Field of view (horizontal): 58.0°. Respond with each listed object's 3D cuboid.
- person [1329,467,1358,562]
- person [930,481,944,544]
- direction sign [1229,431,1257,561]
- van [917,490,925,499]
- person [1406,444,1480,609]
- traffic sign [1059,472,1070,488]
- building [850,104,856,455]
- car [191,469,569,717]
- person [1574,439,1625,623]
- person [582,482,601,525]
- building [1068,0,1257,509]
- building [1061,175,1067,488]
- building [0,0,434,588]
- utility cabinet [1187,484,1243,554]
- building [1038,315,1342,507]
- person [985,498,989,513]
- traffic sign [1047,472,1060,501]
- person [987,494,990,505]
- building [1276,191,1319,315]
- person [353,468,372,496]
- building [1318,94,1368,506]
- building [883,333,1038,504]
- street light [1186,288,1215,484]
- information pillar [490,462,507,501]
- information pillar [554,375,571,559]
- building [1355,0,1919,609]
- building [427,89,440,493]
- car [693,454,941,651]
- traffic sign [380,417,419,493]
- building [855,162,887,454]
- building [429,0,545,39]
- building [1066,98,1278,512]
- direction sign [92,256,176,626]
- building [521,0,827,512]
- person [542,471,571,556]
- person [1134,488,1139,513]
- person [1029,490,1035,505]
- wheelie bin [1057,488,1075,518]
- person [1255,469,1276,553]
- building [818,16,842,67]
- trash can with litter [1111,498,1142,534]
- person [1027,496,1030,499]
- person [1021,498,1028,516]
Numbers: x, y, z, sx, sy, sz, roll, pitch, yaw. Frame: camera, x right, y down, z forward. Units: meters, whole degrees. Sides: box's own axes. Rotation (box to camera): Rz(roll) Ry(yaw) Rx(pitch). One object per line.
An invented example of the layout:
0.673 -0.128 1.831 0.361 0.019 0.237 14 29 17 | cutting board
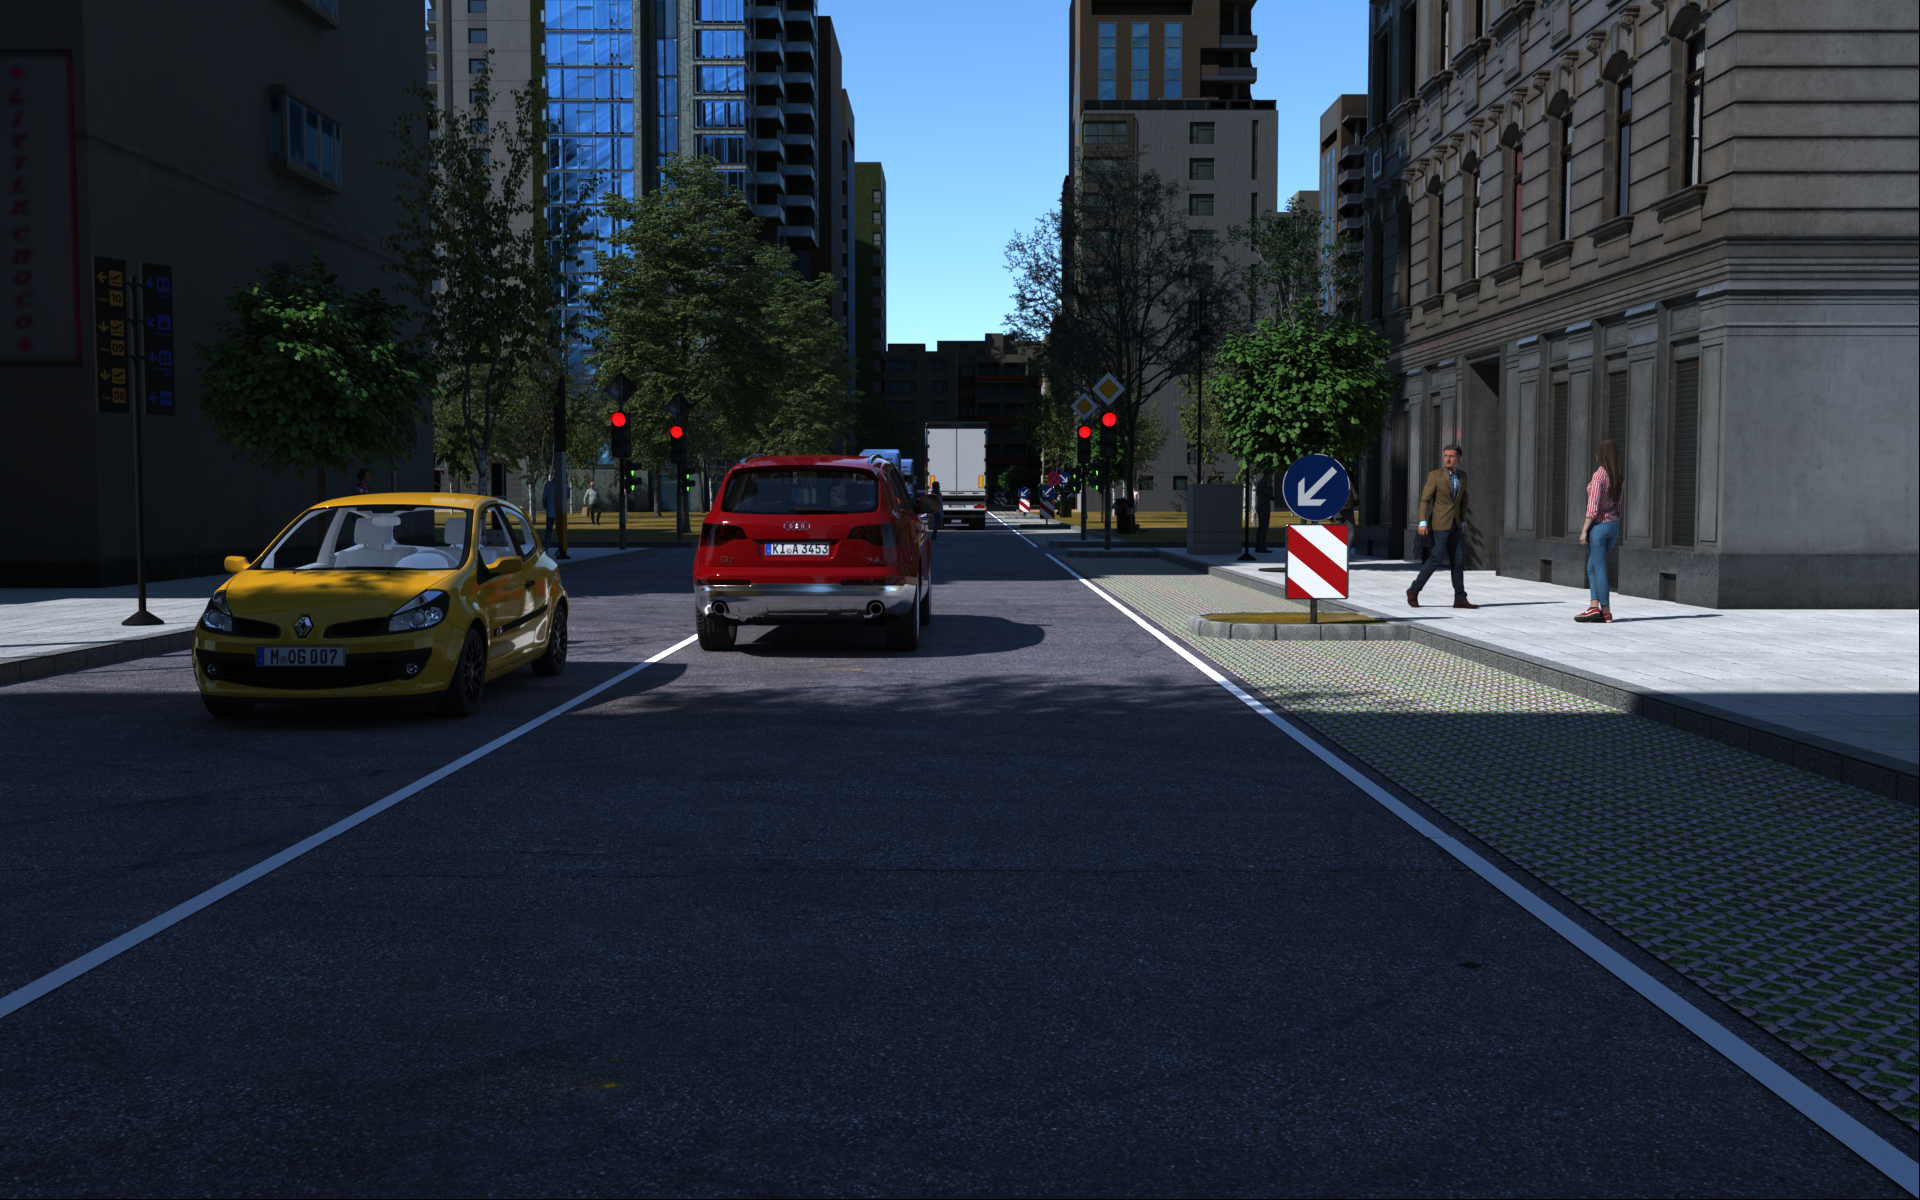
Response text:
7.317 -1.658 33.117 0.622 1.834 0.822 2 4 27 | person
-0.693 -2.501 49.652 0.793 1.790 0.793 -2 4 -25 | person
5.543 -2.531 33.380 0.379 3.537 0.876 -3 5 -43 | direction sign
-3.792 -9.787 167.022 2.013 2.044 4.112 0 4 0 | van
5.415 -0.826 19.455 0.836 1.842 0.656 2 4 35 | person
5.973 -6.093 99.722 0.768 2.556 0.104 0 4 4 | traffic sign
-18.931 -32.921 188.373 14.200 45.320 14.600 0 3 0 | building
-3.985 -0.129 12.334 2.015 1.641 3.980 0 4 -1 | car
6.411 -0.687 17.282 0.388 1.821 0.555 3 5 45 | person
-15.203 -3.968 71.401 0.782 1.767 0.515 -2 4 -27 | person
16.388 -30.247 144.655 14.600 45.320 14.200 0 3 0 | building
16.230 -23.714 159.424 14.160 30.474 14.107 0 3 0 | building
-22.214 -24.636 26.504 21.600 48.544 21.300 0 3 0 | building
5.416 -1.724 36.870 1.173 1.500 0.318 -1 4 -21 | utility cabinet
22.996 -20.602 181.875 27.650 21.520 28.899 0 3 0 | building
1.824 -7.179 129.105 0.697 1.427 0.421 -2 4 -30 | person
5.297 -5.999 98.197 0.768 2.556 0.104 0 4 4 | traffic sign
2.972 -10.611 185.221 0.421 1.427 0.697 -2 4 -34 | person
46.173 -32.573 224.450 23.993 40.220 32.217 0 3 0 | building
-10.326 -1.401 29.786 0.643 1.720 0.563 -2 4 -27 | person
47.279 -32.876 187.631 14.200 45.320 14.600 0 3 0 | building
5.189 -23.141 223.389 28.899 21.520 27.650 0 3 0 | building
5.412 -4.057 39.114 0.468 5.910 1.993 0 3 0 | street light
-10.603 -2.161 39.822 0.304 2.012 0.304 0 4 -2 | information pillar
-7.887 -2.621 34.202 0.183 3.616 0.504 -2 4 -31 | information pillar
13.119 -10.909 27.513 9.793 20.994 18.267 0 3 0 | building
-62.490 -32.902 188.063 14.200 45.320 14.600 0 3 0 | building
-1.353 -0.533 17.393 2.281 1.827 5.304 0 4 1 | car
-8.650 -1.613 26.476 0.768 2.556 0.104 0 4 3 | traffic sign
-16.316 -32.562 215.982 14.086 41.232 14.154 0 3 0 | building
-40.876 -39.299 184.545 28.212 58.520 21.231 0 3 0 | building
15.773 -21.939 130.408 14.160 30.474 14.107 0 3 0 | building
-8.035 -1.525 16.925 0.379 3.537 0.876 2 4 25 | direction sign
-21.471 -50.418 137.010 22.319 86.520 31.000 0 3 0 | building
-8.389 -1.809 35.883 0.793 1.790 0.793 3 5 44 | person
10.919 -6.226 108.504 0.731 1.740 0.598 2 4 24 | person
8.065 -11.684 197.764 1.217 1.739 0.721 -2 4 -25 | person
5.823 -5.306 94.660 0.980 1.594 0.693 0 4 -3 | wheelie bin
6.703 -1.961 37.904 0.447 1.846 0.655 0 4 -7 | person
-18.289 -31.237 160.835 14.600 45.320 14.200 0 3 0 | building
5.416 -2.734 56.095 0.624 1.170 1.055 3 5 42 | trash can with litter
6.506 -9.858 167.939 0.721 1.735 1.217 2 4 32 | person
3.991 -5.989 106.910 0.515 1.767 0.782 1 4 15 | person
